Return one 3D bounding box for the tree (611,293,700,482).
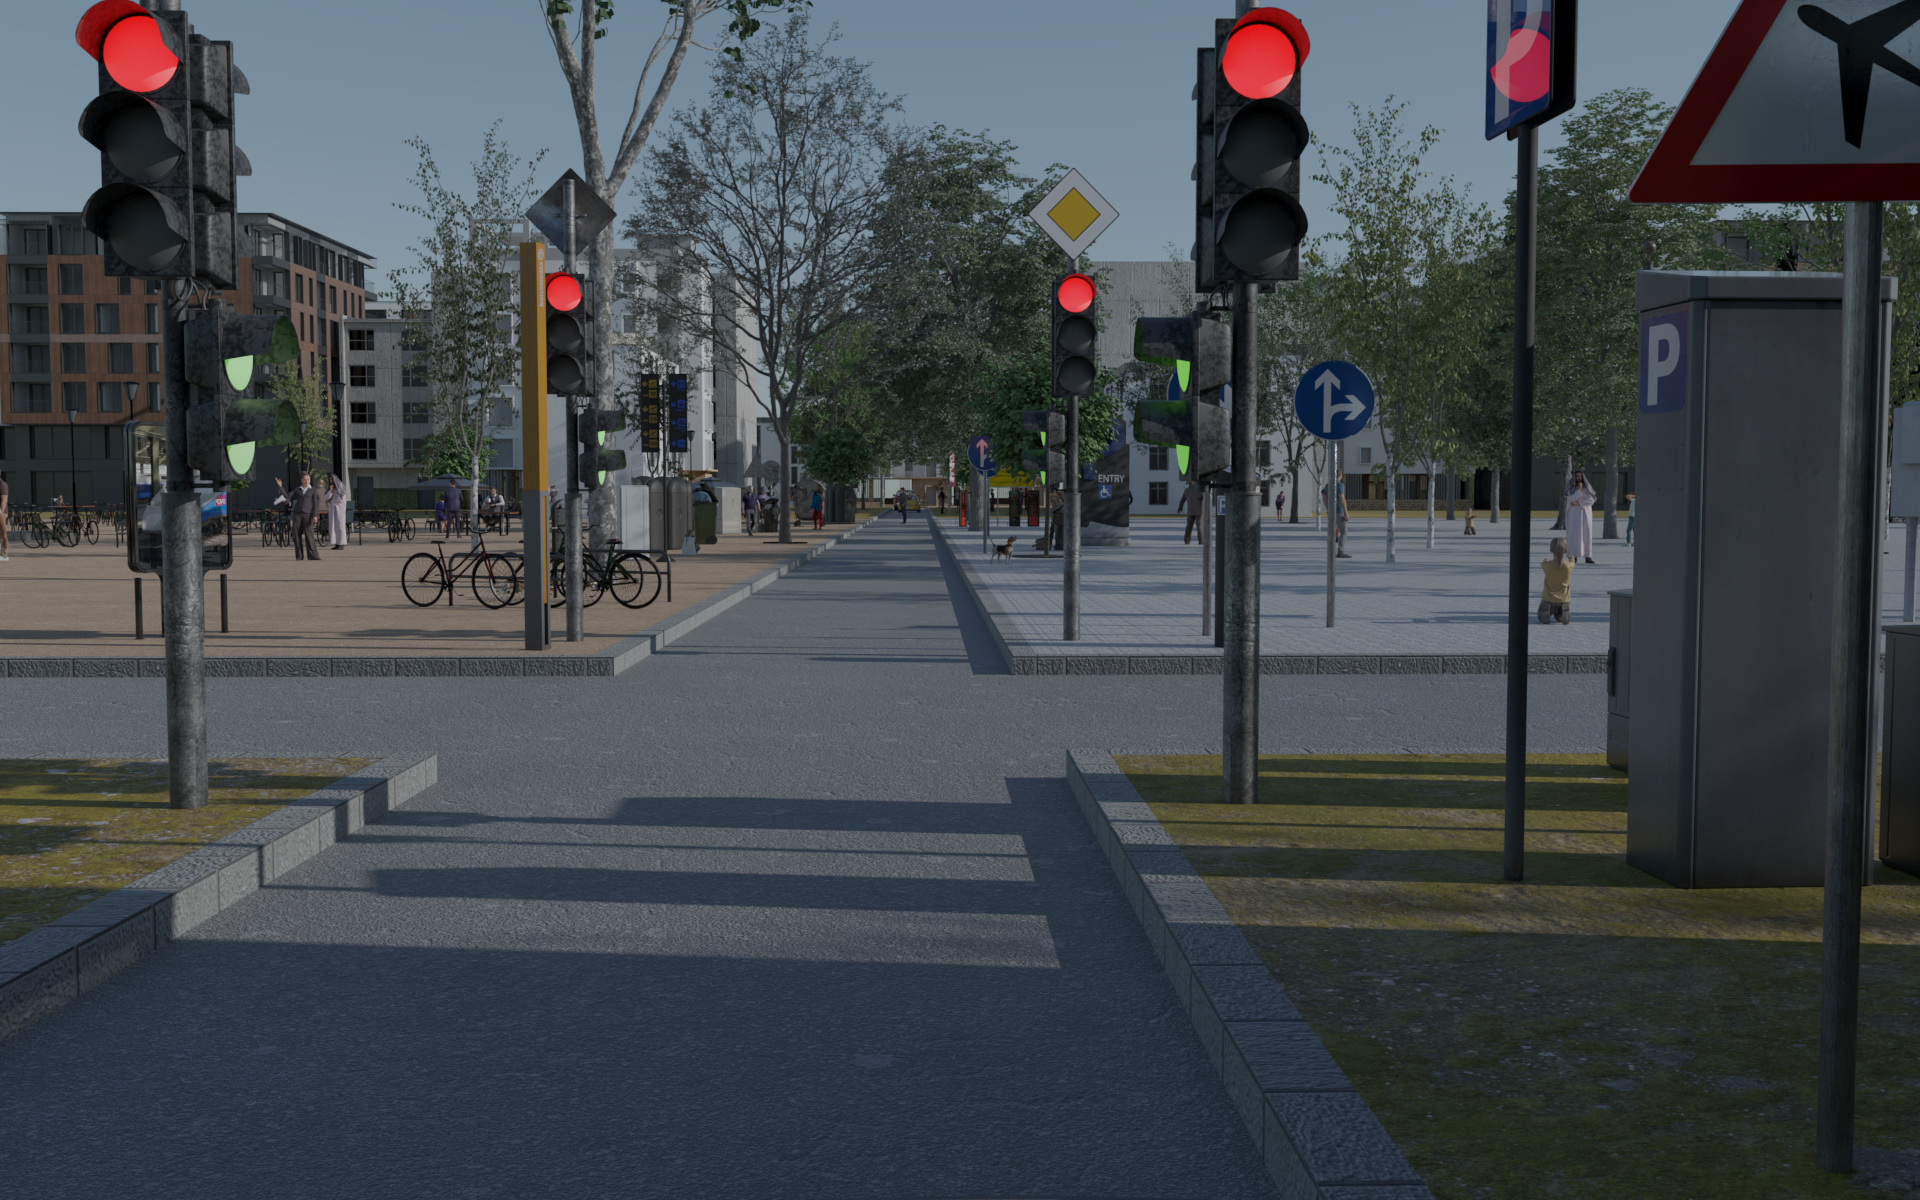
[{"bbox_3d":[-11.237,-6.894,63.082,4.360,8.622,3.978,0,3,0],"label":"tree"}]

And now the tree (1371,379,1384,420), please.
[{"bbox_3d":[23.887,-10.226,85.323,7.486,12.596,7.792,0,3,0],"label":"tree"}]

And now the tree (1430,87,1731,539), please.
[{"bbox_3d":[18.259,-8.020,49.256,7.486,12.596,7.792,0,3,0],"label":"tree"}]

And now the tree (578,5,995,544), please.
[{"bbox_3d":[-4.537,-8.191,44.288,12.009,13.543,11.850,0,3,0],"label":"tree"}]

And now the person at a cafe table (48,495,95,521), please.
[{"bbox_3d":[-42.196,-4.340,81.816,1.726,1.238,1.698,2,4,30],"label":"person at a cafe table"}]

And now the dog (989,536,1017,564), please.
[{"bbox_3d":[0.791,-0.927,31.994,0.540,0.507,0.406,0,4,5],"label":"dog"}]

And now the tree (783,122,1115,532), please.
[{"bbox_3d":[0.581,-9.321,59.052,9.857,13.997,8.962,0,3,0],"label":"tree"}]

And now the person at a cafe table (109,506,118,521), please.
[{"bbox_3d":[-38.266,-4.264,80.573,1.726,1.238,1.698,2,4,24],"label":"person at a cafe table"}]

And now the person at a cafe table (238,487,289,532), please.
[{"bbox_3d":[-23.188,-3.056,58.479,1.622,1.524,1.698,0,4,3],"label":"person at a cafe table"}]

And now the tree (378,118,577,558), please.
[{"bbox_3d":[-9.729,-5.159,34.716,4.360,8.622,3.978,0,3,0],"label":"tree"}]

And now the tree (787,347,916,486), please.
[{"bbox_3d":[-6.432,-10.183,100.900,8.767,10.594,7.601,-2,4,-28],"label":"tree"}]

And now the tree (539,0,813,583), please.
[{"bbox_3d":[-3.758,-10.276,23.904,12.611,20.169,13.585,0,3,0],"label":"tree"}]

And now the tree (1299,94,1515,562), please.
[{"bbox_3d":[8.127,-5.000,32.120,4.737,8.622,4.395,0,3,0],"label":"tree"}]

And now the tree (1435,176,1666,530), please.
[{"bbox_3d":[21.601,-8.849,61.695,9.611,12.733,9.660,0,3,0],"label":"tree"}]

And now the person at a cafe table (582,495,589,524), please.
[{"bbox_3d":[-14.432,-3.654,68.254,1.698,1.524,1.622,-1,4,-10],"label":"person at a cafe table"}]

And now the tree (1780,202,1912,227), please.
[{"bbox_3d":[12.906,-4.388,22.106,4.737,8.622,4.395,0,3,0],"label":"tree"}]

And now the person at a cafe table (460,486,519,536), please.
[{"bbox_3d":[-14.542,-2.757,53.586,1.698,1.524,1.622,0,4,1],"label":"person at a cafe table"}]

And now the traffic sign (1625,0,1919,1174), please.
[{"bbox_3d":[1.663,-0.197,3.220,0.884,2.594,0.081,0,4,2],"label":"traffic sign"}]

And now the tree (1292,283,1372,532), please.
[{"bbox_3d":[12.256,-6.661,59.276,4.360,8.622,3.978,0,3,0],"label":"tree"}]

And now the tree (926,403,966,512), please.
[{"bbox_3d":[-0.552,-10.730,125.792,4.360,8.622,3.978,0,3,0],"label":"tree"}]

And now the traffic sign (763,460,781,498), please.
[{"bbox_3d":[-7.113,-3.985,65.254,0.768,2.556,0.104,0,4,0],"label":"traffic sign"}]

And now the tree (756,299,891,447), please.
[{"bbox_3d":[-6.731,-10.074,90.466,9.928,11.665,9.643,0,3,0],"label":"tree"}]

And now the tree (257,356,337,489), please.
[{"bbox_3d":[-33.003,-8.347,86.841,4.737,8.622,4.395,0,3,0],"label":"tree"}]

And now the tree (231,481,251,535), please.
[{"bbox_3d":[-23.042,-3.651,54.289,1.663,3.219,1.824,0,3,0],"label":"tree"}]

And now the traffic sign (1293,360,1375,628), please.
[{"bbox_3d":[3.566,-1.008,16.593,0.768,2.556,0.104,0,4,5],"label":"traffic sign"}]

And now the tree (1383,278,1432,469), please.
[{"bbox_3d":[23.931,-9.669,76.220,7.486,12.596,7.792,0,3,0],"label":"tree"}]

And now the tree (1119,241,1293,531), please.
[{"bbox_3d":[6.743,-6.039,49.103,4.360,8.622,3.978,0,3,0],"label":"tree"}]

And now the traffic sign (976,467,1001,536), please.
[{"bbox_3d":[0.864,-3.214,52.653,0.768,2.556,0.104,0,4,1],"label":"traffic sign"}]

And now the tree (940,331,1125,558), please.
[{"bbox_3d":[1.689,-3.145,35.135,4.285,4.588,4.351,0,3,0],"label":"tree"}]

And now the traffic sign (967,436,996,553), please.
[{"bbox_3d":[0.545,-2.287,37.501,0.768,2.556,0.104,0,4,5],"label":"traffic sign"}]

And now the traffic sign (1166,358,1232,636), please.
[{"bbox_3d":[2.237,-0.949,15.621,0.768,2.556,0.104,0,4,2],"label":"traffic sign"}]

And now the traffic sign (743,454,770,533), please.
[{"bbox_3d":[-6.643,-3.452,56.436,0.884,2.594,0.081,0,4,3],"label":"traffic sign"}]

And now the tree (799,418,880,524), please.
[{"bbox_3d":[-5.129,-5.542,74.319,4.285,4.588,4.351,0,3,0],"label":"tree"}]

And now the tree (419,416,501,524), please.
[{"bbox_3d":[-21.264,-5.501,73.657,4.285,4.588,4.351,0,3,0],"label":"tree"}]

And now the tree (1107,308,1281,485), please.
[{"bbox_3d":[11.668,-9.280,86.144,8.767,10.594,7.601,0,4,-3],"label":"tree"}]

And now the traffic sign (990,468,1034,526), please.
[{"bbox_3d":[1.837,-4.607,69.189,2.265,3.308,0.079,0,3,0],"label":"traffic sign"}]

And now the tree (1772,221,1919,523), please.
[{"bbox_3d":[46.129,-11.091,83.166,13.155,14.587,18.604,3,5,42],"label":"tree"}]

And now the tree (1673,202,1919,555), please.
[{"bbox_3d":[19.289,-6.791,36.793,9.928,11.665,9.643,0,3,0],"label":"tree"}]

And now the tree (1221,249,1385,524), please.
[{"bbox_3d":[14.490,-9.123,74.911,9.928,11.665,9.643,0,3,0],"label":"tree"}]

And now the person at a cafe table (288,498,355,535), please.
[{"bbox_3d":[-20.068,-2.856,55.219,1.622,1.524,1.698,1,4,21],"label":"person at a cafe table"}]

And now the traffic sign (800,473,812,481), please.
[{"bbox_3d":[-7.379,-4.949,83.039,0.606,2.300,0.079,0,4,3],"label":"traffic sign"}]

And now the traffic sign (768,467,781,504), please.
[{"bbox_3d":[-6.808,-3.804,64.317,0.606,2.300,0.079,0,4,1],"label":"traffic sign"}]

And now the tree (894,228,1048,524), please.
[{"bbox_3d":[0.981,-9.504,73.516,7.486,12.596,7.792,0,3,0],"label":"tree"}]
